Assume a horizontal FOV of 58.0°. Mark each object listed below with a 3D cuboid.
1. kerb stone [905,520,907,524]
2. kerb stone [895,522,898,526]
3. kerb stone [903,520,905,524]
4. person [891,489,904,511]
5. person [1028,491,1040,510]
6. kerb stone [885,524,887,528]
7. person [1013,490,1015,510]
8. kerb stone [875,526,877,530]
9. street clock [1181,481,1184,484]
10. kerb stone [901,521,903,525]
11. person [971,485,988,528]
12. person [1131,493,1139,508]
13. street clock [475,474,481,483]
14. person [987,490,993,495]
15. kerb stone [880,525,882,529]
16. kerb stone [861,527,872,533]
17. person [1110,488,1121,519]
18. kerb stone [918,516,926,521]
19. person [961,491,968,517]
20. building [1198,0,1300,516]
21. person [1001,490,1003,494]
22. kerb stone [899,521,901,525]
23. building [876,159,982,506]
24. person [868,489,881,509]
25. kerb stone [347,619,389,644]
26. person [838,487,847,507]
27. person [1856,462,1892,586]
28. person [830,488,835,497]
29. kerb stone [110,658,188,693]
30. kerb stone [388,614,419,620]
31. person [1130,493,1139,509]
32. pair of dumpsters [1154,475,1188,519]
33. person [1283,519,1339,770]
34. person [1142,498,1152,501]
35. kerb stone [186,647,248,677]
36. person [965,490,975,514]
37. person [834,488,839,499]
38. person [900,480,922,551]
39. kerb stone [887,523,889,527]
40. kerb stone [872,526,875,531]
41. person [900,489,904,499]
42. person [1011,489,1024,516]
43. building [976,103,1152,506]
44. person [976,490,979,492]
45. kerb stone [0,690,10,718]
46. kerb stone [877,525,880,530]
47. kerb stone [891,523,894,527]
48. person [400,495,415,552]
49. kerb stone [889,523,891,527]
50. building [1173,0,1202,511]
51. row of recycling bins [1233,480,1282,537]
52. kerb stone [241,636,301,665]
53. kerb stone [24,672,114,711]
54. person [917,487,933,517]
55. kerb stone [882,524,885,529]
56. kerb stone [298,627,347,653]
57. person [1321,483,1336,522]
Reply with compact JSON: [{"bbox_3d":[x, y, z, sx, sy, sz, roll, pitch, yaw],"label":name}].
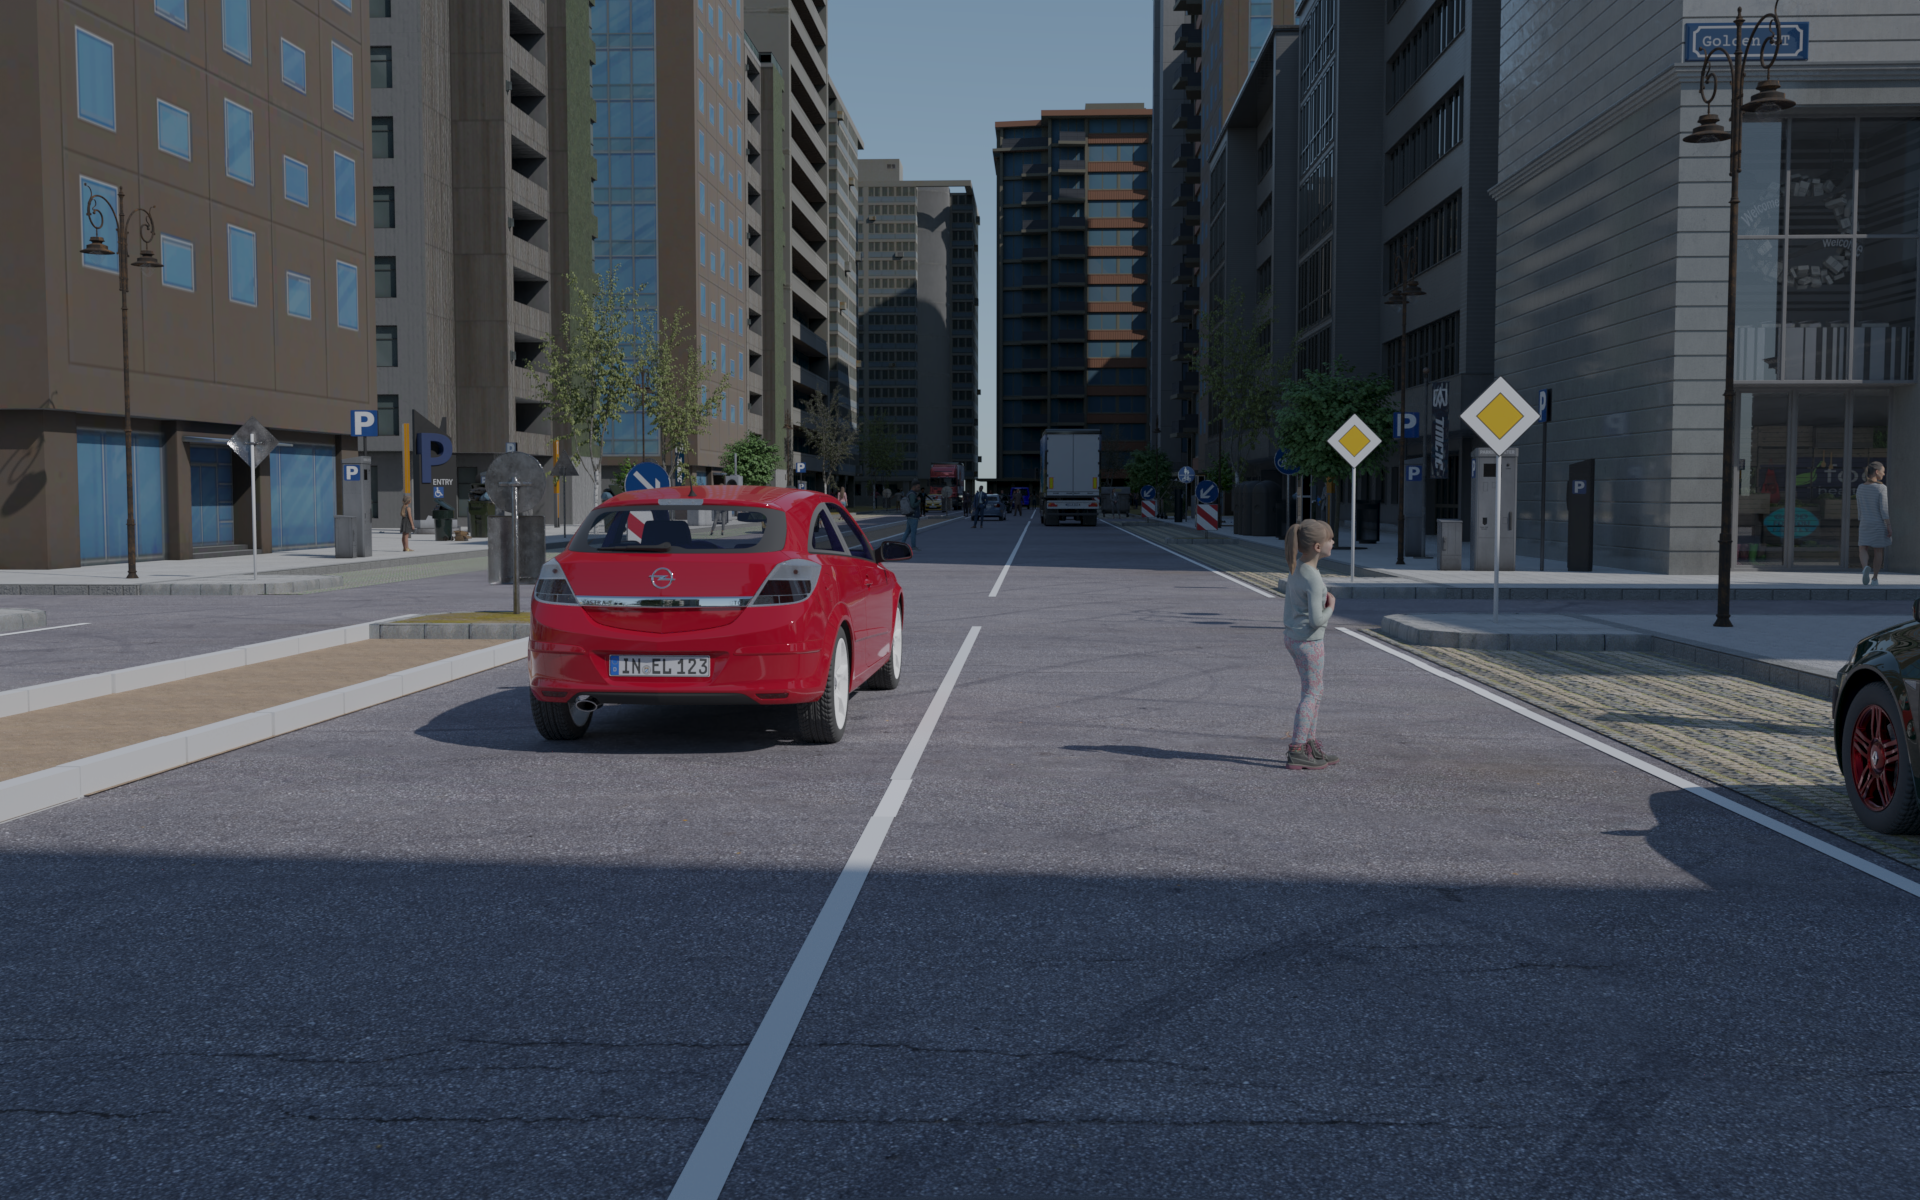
[{"bbox_3d":[-2.745,-3.660,82.037,0.120,0.150,1.000,0,4,3],"label":"kerb stone"},{"bbox_3d":[-2.983,-3.347,76.911,0.120,0.150,1.000,0,4,3],"label":"kerb stone"},{"bbox_3d":[-2.793,-3.597,81.010,0.120,0.150,1.000,0,4,3],"label":"kerb stone"},{"bbox_3d":[-4.802,-7.763,135.425,1.348,1.824,0.705,0,3,0],"label":"person"},{"bbox_3d":[6.870,-9.216,159.908,1.217,1.735,0.721,0,4,7],"label":"person"},{"bbox_3d":[-3.241,-3.034,71.794,0.120,0.150,1.000,0,4,3],"label":"kerb stone"},{"bbox_3d":[5.120,-9.159,158.780,0.750,1.759,0.617,2,4,24],"label":"person"},{"bbox_3d":[-3.435,-2.784,67.706,0.120,0.150,1.000,0,4,3],"label":"kerb stone"},{"bbox_3d":[12.185,-5.560,95.470,0.358,2.002,0.471,0,4,-2],"label":"street clock"},{"bbox_3d":[-2.852,-3.535,79.989,0.120,0.150,1.000,0,4,3],"label":"kerb stone"},{"bbox_3d":[0.829,-3.941,73.111,0.721,1.800,0.419,1,4,12],"label":"person"},{"bbox_3d":[16.256,-9.491,161.929,1.217,1.735,0.721,-3,4,-38],"label":"person"},{"bbox_3d":[-17.111,-3.511,61.980,0.358,2.002,0.471,1,4,14],"label":"street clock"},{"bbox_3d":[2.861,-9.388,161.926,1.348,1.831,0.705,-1,4,-13],"label":"person"},{"bbox_3d":[-3.341,-2.909,69.752,0.120,0.150,1.000,0,4,3],"label":"kerb stone"},{"bbox_3d":[-3.532,-2.655,65.664,0.120,0.150,1.000,0,4,3],"label":"kerb stone"},{"bbox_3d":[8.936,-5.542,99.387,0.520,1.790,0.573,-2,4,-30],"label":"person"},{"bbox_3d":[-2.104,-4.473,95.336,0.120,0.150,1.000,0,4,3],"label":"kerb stone"},{"bbox_3d":[0.291,-5.967,107.538,0.415,1.643,0.593,1,4,11],"label":"person"},{"bbox_3d":[22.589,-28.007,108.019,14.600,45.320,14.200,0,4,3],"label":"building"},{"bbox_3d":[3.741,-8.931,155.070,0.434,1.755,0.990,-2,4,-24],"label":"person"},{"bbox_3d":[-2.892,-3.470,78.962,0.120,0.150,1.000,0,4,3],"label":"kerb stone"},{"bbox_3d":[-9.753,-31.289,203.461,23.993,40.220,32.217,0,4,3],"label":"building"},{"bbox_3d":[-7.481,-8.934,152.828,1.217,1.743,0.721,0,4,-5],"label":"person"},{"bbox_3d":[-5.867,0.320,16.962,0.120,0.150,1.000,0,4,3],"label":"kerb stone"},{"bbox_3d":[-6.454,-5.300,95.172,0.555,1.821,0.388,-1,4,-18],"label":"person"},{"bbox_3d":[12.735,-1.060,24.130,0.466,1.731,0.760,2,4,27],"label":"person"},{"bbox_3d":[-10.540,-8.310,142.601,1.217,1.739,0.721,-2,4,-29],"label":"person"},{"bbox_3d":[-6.065,0.570,12.870,0.120,0.150,1.000,0,4,3],"label":"kerb stone"},{"bbox_3d":[-5.832,0.258,17.983,0.120,0.150,1.000,0,4,3],"label":"kerb stone"},{"bbox_3d":[15.149,-8.821,150.791,0.750,1.759,0.617,0,4,-6],"label":"person"},{"bbox_3d":[10.931,-5.330,89.634,1.574,2.255,4.437,0,4,3],"label":"pair of dumpsters"},{"bbox_3d":[1.842,0.227,9.066,0.394,1.301,0.425,-1,4,-21],"label":"person"},{"bbox_3d":[13.220,-6.969,120.127,1.348,1.807,0.705,3,5,40],"label":"person"},{"bbox_3d":[-6.025,0.513,13.891,0.120,0.150,1.000,0,4,3],"label":"kerb stone"},{"bbox_3d":[0.743,-7.227,127.462,0.742,1.727,0.445,-1,4,-19],"label":"person"},{"bbox_3d":[-9.009,-7.486,128.952,0.721,1.766,1.217,2,4,35],"label":"person"},{"bbox_3d":[-1.187,-2.105,43.260,0.721,1.781,0.623,-2,4,-26],"label":"person"},{"bbox_3d":[-3.193,-3.097,72.827,0.120,0.150,1.000,0,4,3],"label":"kerb stone"},{"bbox_3d":[-3.486,-2.721,66.685,0.120,0.150,1.000,0,4,3],"label":"kerb stone"},{"bbox_3d":[-5.782,-10.102,171.298,0.705,1.814,1.350,-1,4,-21],"label":"person"},{"bbox_3d":[3.732,-6.347,112.825,0.990,1.755,0.434,-1,4,-21],"label":"person"},{"bbox_3d":[16.674,-33.171,196.975,28.867,44.769,22.147,0,4,3],"label":"building"},{"bbox_3d":[1.551,-9.015,156.350,0.568,1.767,0.683,0,4,-5],"label":"person"},{"bbox_3d":[-6.178,0.696,10.824,0.120,0.150,1.000,0,4,3],"label":"kerb stone"},{"bbox_3d":[-3.385,-2.841,68.727,0.120,0.150,1.000,0,4,3],"label":"kerb stone"},{"bbox_3d":[-3.085,-3.222,74.869,0.120,0.150,1.000,0,4,3],"label":"kerb stone"},{"bbox_3d":[-12.307,-1.705,38.584,0.373,1.253,0.362,-3,5,-43],"label":"person"},{"bbox_3d":[-3.142,-3.151,73.848,0.120,0.150,1.000,0,4,3],"label":"kerb stone"},{"bbox_3d":[27.333,-29.034,129.326,22.147,44.769,28.867,0,4,3],"label":"building"},{"bbox_3d":[9.204,-2.859,53.853,1.069,1.692,3.534,0,4,-3],"label":"row of recycling bins"},{"bbox_3d":[-5.973,0.445,14.917,0.120,0.150,1.000,0,4,3],"label":"kerb stone"},{"bbox_3d":[-6.131,0.633,11.845,0.120,0.150,1.000,0,4,3],"label":"kerb stone"},{"bbox_3d":[-2.348,-6.219,109.817,1.348,1.869,0.705,-1,4,-20],"label":"person"},{"bbox_3d":[-3.278,-2.971,70.772,0.120,0.150,1.000,0,4,3],"label":"kerb stone"},{"bbox_3d":[-5.928,0.383,15.938,0.120,0.150,1.000,0,4,3],"label":"kerb stone"},{"bbox_3d":[9.958,-2.477,46.722,0.526,1.800,0.537,-3,5,-41],"label":"person"}]
